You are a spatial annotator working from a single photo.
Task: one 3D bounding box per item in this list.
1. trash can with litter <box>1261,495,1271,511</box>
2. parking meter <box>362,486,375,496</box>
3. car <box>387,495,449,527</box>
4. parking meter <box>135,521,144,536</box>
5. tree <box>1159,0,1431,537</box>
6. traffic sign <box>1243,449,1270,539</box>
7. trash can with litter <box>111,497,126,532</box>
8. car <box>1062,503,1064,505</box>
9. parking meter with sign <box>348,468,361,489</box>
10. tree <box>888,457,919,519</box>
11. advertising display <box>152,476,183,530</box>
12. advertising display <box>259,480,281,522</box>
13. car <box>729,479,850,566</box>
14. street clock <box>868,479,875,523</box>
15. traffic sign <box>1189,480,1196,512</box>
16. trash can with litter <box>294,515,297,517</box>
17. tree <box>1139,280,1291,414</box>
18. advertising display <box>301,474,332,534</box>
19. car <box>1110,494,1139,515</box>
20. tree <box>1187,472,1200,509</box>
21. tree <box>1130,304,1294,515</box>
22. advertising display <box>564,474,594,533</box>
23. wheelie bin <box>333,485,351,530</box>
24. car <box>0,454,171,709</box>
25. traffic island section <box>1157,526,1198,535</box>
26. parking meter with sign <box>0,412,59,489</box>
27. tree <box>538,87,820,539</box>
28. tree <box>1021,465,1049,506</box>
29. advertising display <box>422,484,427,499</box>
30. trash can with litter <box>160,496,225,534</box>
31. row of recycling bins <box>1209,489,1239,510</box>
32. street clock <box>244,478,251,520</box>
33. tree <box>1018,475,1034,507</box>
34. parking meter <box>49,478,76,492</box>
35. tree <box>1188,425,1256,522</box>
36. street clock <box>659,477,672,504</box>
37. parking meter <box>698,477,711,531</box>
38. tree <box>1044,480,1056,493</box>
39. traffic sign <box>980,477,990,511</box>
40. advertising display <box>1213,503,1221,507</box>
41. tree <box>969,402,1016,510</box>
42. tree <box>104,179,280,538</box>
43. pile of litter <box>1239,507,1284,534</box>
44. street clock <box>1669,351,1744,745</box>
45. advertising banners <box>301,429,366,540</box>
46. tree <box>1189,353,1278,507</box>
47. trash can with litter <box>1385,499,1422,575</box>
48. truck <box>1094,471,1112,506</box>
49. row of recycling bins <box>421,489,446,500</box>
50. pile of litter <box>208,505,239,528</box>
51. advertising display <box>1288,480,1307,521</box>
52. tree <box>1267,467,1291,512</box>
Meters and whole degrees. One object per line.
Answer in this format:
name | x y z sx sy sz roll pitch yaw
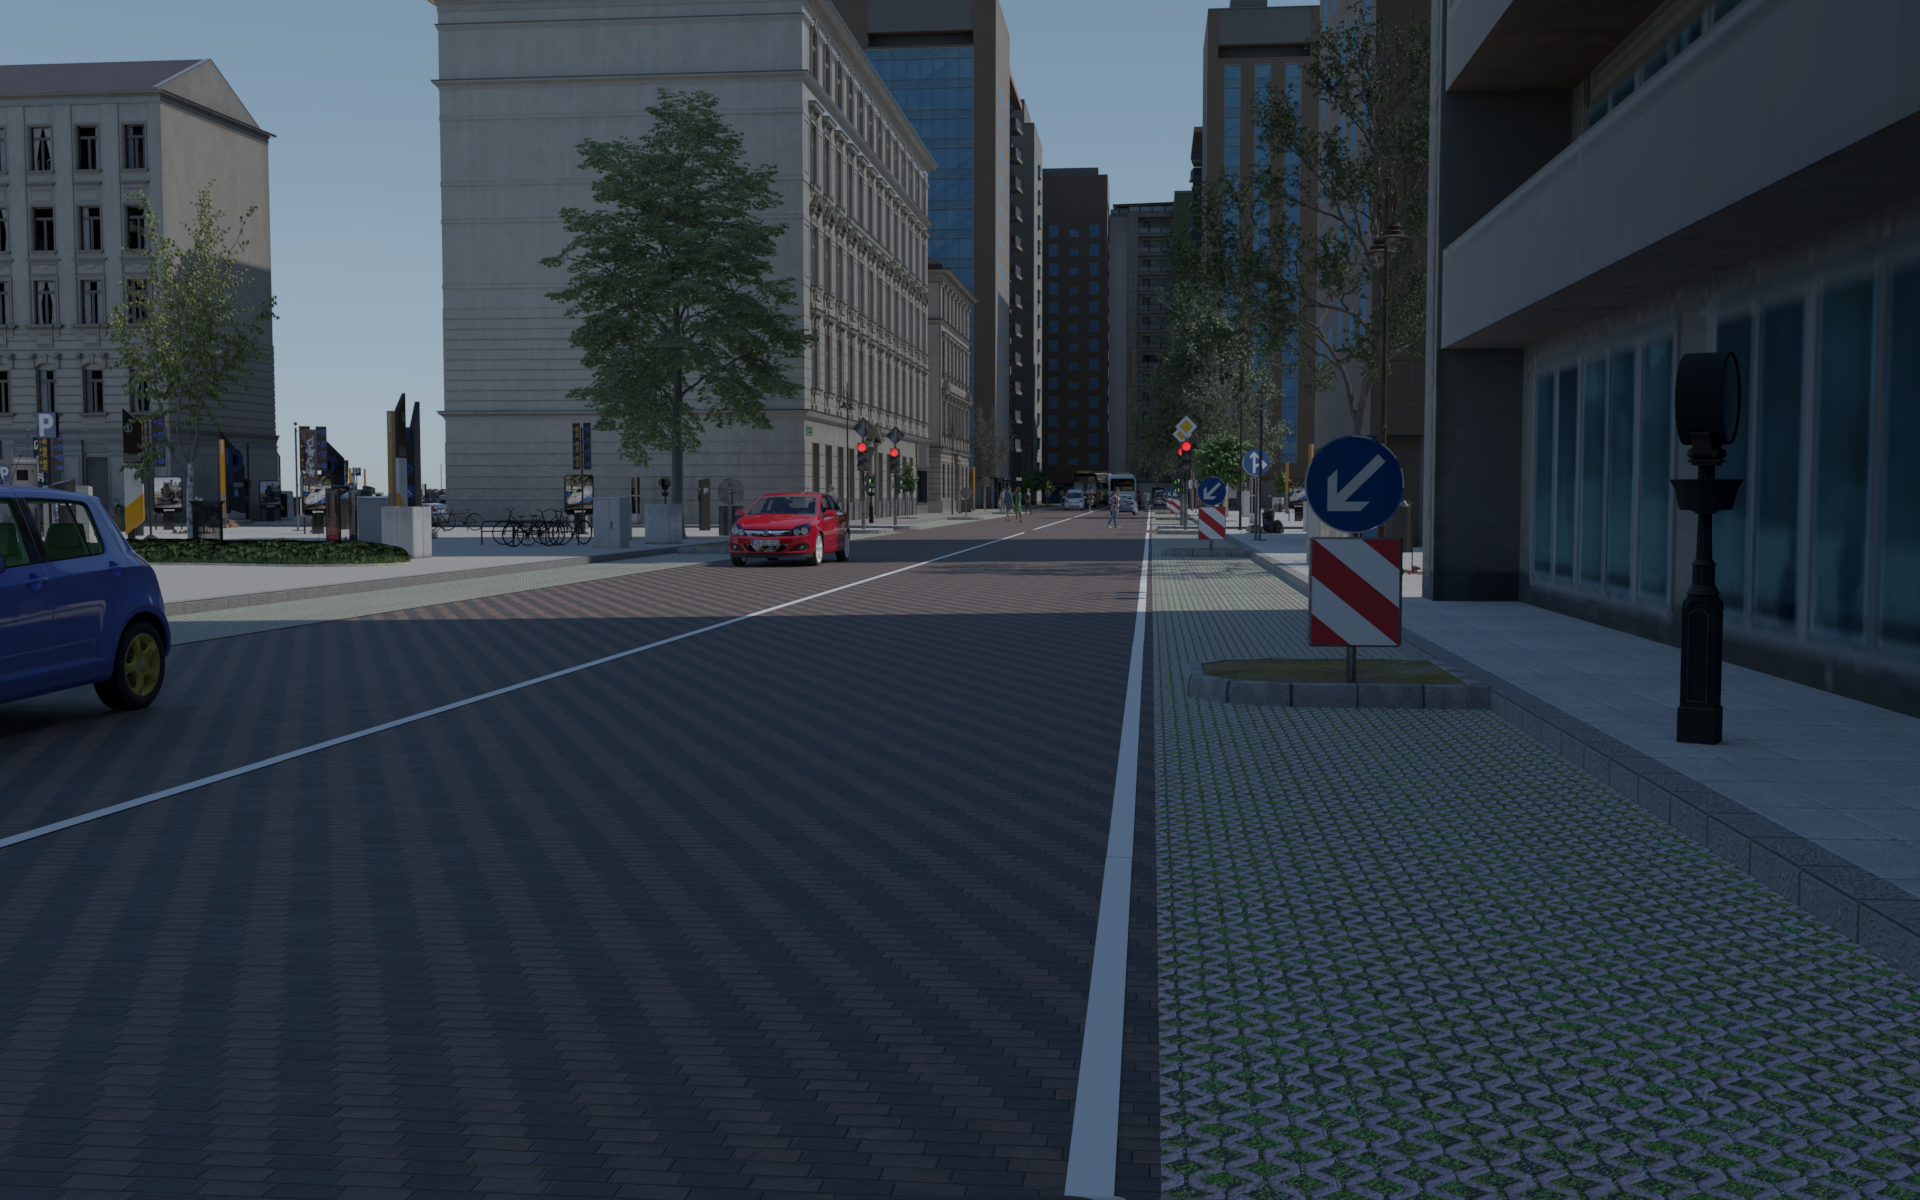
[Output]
trash can with litter | 24.145 -7.532 134.208 1.678 1.210 2.233 -3 5 -39
parking meter | -17.875 -2.691 52.412 0.372 1.533 0.369 0 3 0
car | -23.088 -3.570 70.367 4.499 1.417 2.014 1 4 8
parking meter | -25.301 -2.741 53.219 0.372 1.533 0.369 0 3 0
tree | 7.473 -6.044 33.236 8.767 10.594 7.601 2 4 32
traffic sign | 8.359 -2.983 48.880 0.768 2.556 0.104 1 4 10
trash can with litter | -28.236 -2.899 58.790 1.055 1.170 0.624 1 4 12
car | 13.652 -12.779 218.533 1.945 1.707 3.694 0 4 5
parking meter with sign | -39.578 -7.127 112.786 0.543 3.016 1.738 0 4 2
tree | -2.735 -5.870 90.574 1.663 3.219 1.824 0 3 0
advertising display | -28.263 -3.462 61.813 0.974 1.923 0.123 -2 4 -35
advertising display | -32.259 -4.634 80.986 0.974 1.923 0.123 -2 4 -35
car | -3.491 -1.644 35.919 2.155 1.783 4.494 0 4 8
street clock | -3.893 -4.366 75.960 0.358 2.002 0.471 0 4 8
traffic sign | 16.947 -7.581 126.084 0.606 2.300 0.079 1 4 15
trash can with litter | -37.896 -5.271 97.246 2.233 1.210 1.678 0 4 6
tree | 20.914 -17.460 141.361 12.611 20.169 13.585 0 3 0
advertising display | -20.651 -3.084 55.643 0.974 1.923 0.123 -3 5 -43
car | 11.211 -6.503 118.330 2.014 1.417 4.499 0 4 8
tree | 20.543 -9.553 150.799 1.663 3.219 1.824 0 3 0
tree | 14.899 -11.450 104.209 9.611 12.733 9.660 0 3 0
advertising display | -12.479 -3.153 56.758 0.974 1.923 0.123 -2 4 -32
wheelie bin | -22.382 -3.355 62.760 0.980 1.594 0.693 0 4 8
car | -6.373 -0.045 10.330 1.945 1.707 3.694 0 4 4
traffic island section | 8.112 -2.438 62.142 2.009 0.180 2.903 0 4 6
parking meter with sign | -19.729 -2.444 36.224 0.543 3.016 1.738 1 4 19
tree | -7.832 -7.982 48.629 7.486 12.596 7.792 0 3 0
tree | 8.347 -12.791 192.854 4.285 4.588 4.351 0 3 0
advertising display | -33.338 -6.275 107.807 0.123 1.923 0.974 -2 4 -27
trash can with litter | -24.971 -2.763 56.240 2.233 1.210 1.678 1 4 23
row of recycling bins | 20.894 -7.932 136.798 1.069 1.692 3.534 -3 5 -44
street clock | -33.059 -4.630 80.273 0.358 2.002 0.471 0 4 4
tree | 6.753 -11.128 176.541 1.663 3.219 1.824 0 3 0
parking meter | -14.164 -1.159 27.366 0.372 1.533 0.369 0 3 0
tree | 12.442 -5.975 81.413 4.285 4.588 4.351 0 3 0
street clock | -12.191 -4.104 71.665 0.471 2.002 0.358 1 4 20
parking meter | -8.970 -3.366 60.741 0.399 1.863 0.255 -2 4 -31
tree | 11.245 -13.963 222.896 1.663 3.219 1.824 0 3 0
traffic sign | 1.864 -7.815 127.878 0.768 2.556 0.104 1 4 14
advertising display | 12.679 -4.930 85.815 0.123 1.923 0.974 2 4 35
tree | 2.223 -11.531 138.897 4.360 8.622 3.978 0 3 0
tree | -18.271 -5.540 40.943 4.737 8.622 4.395 0 3 0
pile of litter | 9.883 -2.611 56.649 1.719 0.858 1.176 -1 4 -17
street clock | 3.830 -0.265 8.910 0.358 2.002 0.471 2 4 35
advertising banners | -16.836 -3.079 46.533 2.074 3.025 0.090 1 4 20
tree | 14.132 -8.580 90.653 4.360 8.622 3.978 0 3 0
trash can with litter | 7.366 -1.015 27.645 2.233 1.210 1.678 1 4 16
truck | 17.517 -13.965 217.247 2.839 4.237 11.283 0 4 8
row of recycling bins | -39.948 -7.603 131.425 3.534 1.692 1.069 3 5 42
pile of litter | -28.095 -3.196 66.215 1.176 0.858 1.719 1 4 12
advertising display | 15.906 -4.658 81.377 0.974 1.923 0.123 1 4 9
tree | 22.952 -7.886 123.531 1.663 3.219 1.824 0 3 0
